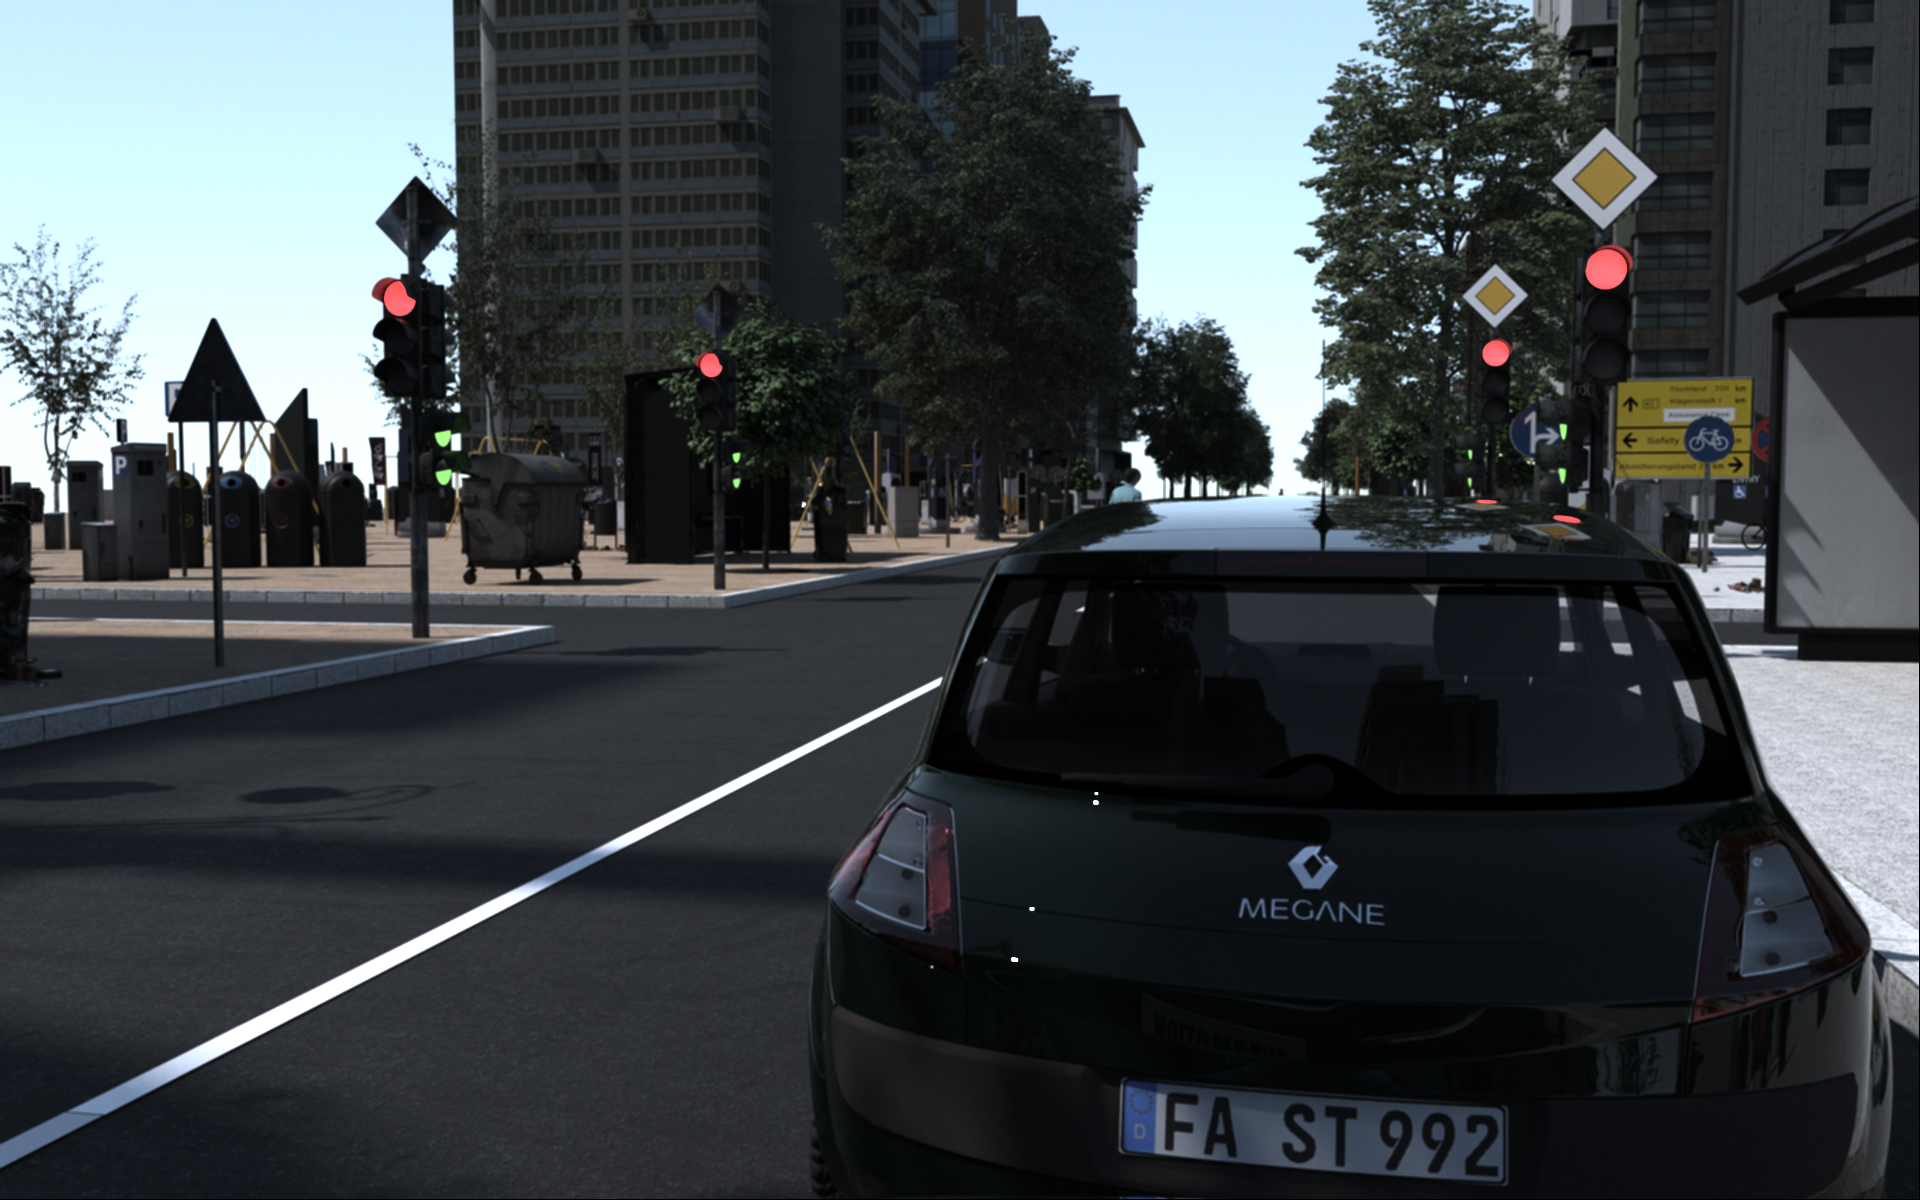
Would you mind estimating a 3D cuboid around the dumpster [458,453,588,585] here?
[{"bbox_3d":[-6.320,-1.180,25.059,1.264,1.857,1.865,1,4,11],"label":"dumpster"}]

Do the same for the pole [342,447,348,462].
[{"bbox_3d":[-26.766,-4.991,75.444,0.158,3.312,0.155,0,3,0],"label":"pole"}]

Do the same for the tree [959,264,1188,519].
[{"bbox_3d":[4.064,-8.011,65.397,8.767,10.594,7.601,-1,4,-16],"label":"tree"}]

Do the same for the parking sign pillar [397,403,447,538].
[{"bbox_3d":[-15.939,-3.839,51.234,1.447,3.967,1.447,1,4,9],"label":"parking sign pillar"}]

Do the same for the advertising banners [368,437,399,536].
[{"bbox_3d":[-17.042,-3.472,52.957,2.074,3.025,0.090,0,4,3],"label":"advertising banners"}]

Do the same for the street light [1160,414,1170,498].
[{"bbox_3d":[11.664,-7.702,98.707,0.468,5.910,1.993,1,4,11],"label":"street light"}]

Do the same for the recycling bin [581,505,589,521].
[{"bbox_3d":[-18.351,-4.383,84.221,0.722,1.027,0.722,-2,4,-25],"label":"recycling bin"}]

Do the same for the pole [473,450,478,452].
[{"bbox_3d":[-22.339,-5.269,79.984,0.158,3.312,0.155,0,3,0],"label":"pole"}]

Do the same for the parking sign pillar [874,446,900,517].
[{"bbox_3d":[-3.615,-5.965,86.003,1.447,3.967,1.447,0,4,-5],"label":"parking sign pillar"}]

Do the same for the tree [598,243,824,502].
[{"bbox_3d":[-7.377,-6.180,51.402,4.737,8.622,4.395,0,3,0],"label":"tree"}]

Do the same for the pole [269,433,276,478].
[{"bbox_3d":[-22.981,-3.922,57.964,0.158,3.312,0.155,0,3,0],"label":"pole"}]

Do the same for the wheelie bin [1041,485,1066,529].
[{"bbox_3d":[3.370,-3.412,63.698,0.980,1.594,0.693,-1,4,-21],"label":"wheelie bin"}]

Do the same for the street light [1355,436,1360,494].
[{"bbox_3d":[23.723,-8.015,103.826,0.468,5.910,1.993,1,4,11],"label":"street light"}]

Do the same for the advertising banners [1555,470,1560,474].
[{"bbox_3d":[23.083,-4.172,64.399,2.074,3.025,0.090,1,4,12],"label":"advertising banners"}]

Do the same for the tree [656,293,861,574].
[{"bbox_3d":[-3.273,-2.734,28.409,4.285,4.588,4.351,0,3,0],"label":"tree"}]

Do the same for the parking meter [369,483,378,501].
[{"bbox_3d":[-31.384,-5.318,92.658,0.399,1.863,0.255,-1,4,-9],"label":"parking meter"}]

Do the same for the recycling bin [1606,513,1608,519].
[{"bbox_3d":[8.098,-0.643,23.061,0.722,1.027,0.722,-2,4,-30],"label":"recycling bin"}]

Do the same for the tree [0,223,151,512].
[{"bbox_3d":[-25.027,-5.988,48.267,4.360,8.622,3.978,0,3,0],"label":"tree"}]

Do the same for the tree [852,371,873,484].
[{"bbox_3d":[-6.838,-8.960,96.853,4.737,8.622,4.395,0,3,0],"label":"tree"}]

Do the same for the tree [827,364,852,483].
[{"bbox_3d":[-7.662,-7.391,71.208,4.737,8.622,4.395,0,3,0],"label":"tree"}]

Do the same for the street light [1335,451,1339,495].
[{"bbox_3d":[37.018,-12.008,169.117,0.468,5.910,1.993,1,4,11],"label":"street light"}]

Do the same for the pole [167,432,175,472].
[{"bbox_3d":[-26.081,-3.882,57.313,0.158,3.312,0.155,0,3,0],"label":"pole"}]

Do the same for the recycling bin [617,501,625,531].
[{"bbox_3d":[-11.584,-2.966,61.049,0.722,1.027,0.722,3,4,36],"label":"recycling bin"}]

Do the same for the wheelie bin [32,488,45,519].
[{"bbox_3d":[-46.662,-4.866,87.463,0.693,1.594,0.980,1,4,22],"label":"wheelie bin"}]

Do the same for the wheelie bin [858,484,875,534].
[{"bbox_3d":[-3.309,-2.892,55.195,0.980,1.594,0.693,1,4,13],"label":"wheelie bin"}]

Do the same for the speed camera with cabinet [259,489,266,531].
[{"bbox_3d":[-23.589,-4.000,59.735,0.660,3.252,2.038,2,4,32],"label":"speed camera with cabinet"}]

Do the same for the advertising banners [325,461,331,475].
[{"bbox_3d":[-32.435,-5.813,91.236,2.074,3.025,0.090,0,4,6],"label":"advertising banners"}]

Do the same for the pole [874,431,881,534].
[{"bbox_3d":[-2.669,-3.810,56.139,0.158,3.312,0.155,0,3,0],"label":"pole"}]

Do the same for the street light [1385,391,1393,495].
[{"bbox_3d":[15.260,-5.449,61.883,0.468,5.910,1.993,1,4,11],"label":"street light"}]

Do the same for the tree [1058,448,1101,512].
[{"bbox_3d":[5.111,-4.744,72.167,1.663,3.219,1.824,0,3,0],"label":"tree"}]

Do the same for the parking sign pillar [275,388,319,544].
[{"bbox_3d":[-17.046,-3.429,44.533,1.447,3.967,1.447,3,4,36],"label":"parking sign pillar"}]

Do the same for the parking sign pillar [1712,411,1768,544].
[{"bbox_3d":[20.287,-3.446,44.808,1.447,3.967,1.447,-3,4,-39],"label":"parking sign pillar"}]

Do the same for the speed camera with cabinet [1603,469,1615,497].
[{"bbox_3d":[23.016,-4.148,62.159,0.660,3.252,2.038,2,4,31],"label":"speed camera with cabinet"}]

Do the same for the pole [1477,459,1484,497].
[{"bbox_3d":[18.746,-4.191,62.359,0.158,3.312,0.155,0,3,0],"label":"pole"}]

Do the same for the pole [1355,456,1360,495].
[{"bbox_3d":[21.292,-6.050,92.759,0.158,3.312,0.155,0,3,0],"label":"pole"}]

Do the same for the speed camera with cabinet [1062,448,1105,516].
[{"bbox_3d":[5.166,-4.879,74.112,2.038,3.252,0.660,1,4,17],"label":"speed camera with cabinet"}]

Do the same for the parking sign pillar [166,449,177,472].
[{"bbox_3d":[-47.418,-7.031,103.423,1.447,3.967,1.447,1,4,22],"label":"parking sign pillar"}]

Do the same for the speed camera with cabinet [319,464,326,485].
[{"bbox_3d":[-18.425,-3.379,49.577,0.660,3.252,2.038,-2,4,-24],"label":"speed camera with cabinet"}]

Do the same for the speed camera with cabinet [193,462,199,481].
[{"bbox_3d":[-48.283,-6.941,107.816,2.038,3.252,0.660,2,4,30],"label":"speed camera with cabinet"}]

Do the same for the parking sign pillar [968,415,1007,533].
[{"bbox_3d":[0.867,-4.270,58.293,1.447,3.967,1.447,-1,4,-21],"label":"parking sign pillar"}]

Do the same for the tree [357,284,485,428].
[{"bbox_3d":[-18.291,-6.704,59.971,4.737,8.622,4.395,0,3,0],"label":"tree"}]

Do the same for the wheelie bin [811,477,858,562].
[{"bbox_3d":[-2.452,-1.535,33.006,0.693,1.594,0.980,-1,4,-16],"label":"wheelie bin"}]

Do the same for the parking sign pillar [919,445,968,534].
[{"bbox_3d":[-0.701,-4.138,56.128,1.447,3.967,1.447,-1,4,-12],"label":"parking sign pillar"}]

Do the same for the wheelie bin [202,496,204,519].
[{"bbox_3d":[-37.200,-4.667,84.221,0.980,1.594,0.693,0,4,-4],"label":"wheelie bin"}]

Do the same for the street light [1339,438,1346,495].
[{"bbox_3d":[30.314,-10.003,136.339,0.468,5.910,1.993,1,4,11],"label":"street light"}]

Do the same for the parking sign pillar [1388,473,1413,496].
[{"bbox_3d":[17.531,-4.917,68.867,1.447,3.967,1.447,3,5,41],"label":"parking sign pillar"}]

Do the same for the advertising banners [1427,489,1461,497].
[{"bbox_3d":[15.061,-3.462,52.790,2.074,3.025,0.090,-2,4,-27],"label":"advertising banners"}]

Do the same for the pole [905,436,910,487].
[{"bbox_3d":[-1.862,-4.122,61.231,0.158,3.312,0.155,0,3,0],"label":"pole"}]

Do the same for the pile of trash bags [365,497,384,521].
[{"bbox_3d":[-28.806,-4.500,83.321,1.912,1.369,3.447,-1,4,-11],"label":"pile of trash bags"}]

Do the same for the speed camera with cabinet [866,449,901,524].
[{"bbox_3d":[-3.415,-4.914,74.687,0.660,3.252,2.038,3,5,40],"label":"speed camera with cabinet"}]

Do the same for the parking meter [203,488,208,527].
[{"bbox_3d":[-29.733,-3.679,68.559,0.372,1.533,0.369,0,3,0],"label":"parking meter"}]

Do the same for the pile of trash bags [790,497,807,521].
[{"bbox_3d":[-8.771,-4.530,83.823,3.447,1.369,1.912,3,4,37],"label":"pile of trash bags"}]

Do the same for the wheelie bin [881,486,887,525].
[{"bbox_3d":[-3.357,-3.875,71.263,0.980,1.594,0.693,1,4,16],"label":"wheelie bin"}]

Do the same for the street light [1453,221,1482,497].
[{"bbox_3d":[8.711,-3.477,29.634,0.468,5.910,1.993,1,4,11],"label":"street light"}]

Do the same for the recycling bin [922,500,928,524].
[{"bbox_3d":[-1.151,-3.729,73.525,0.722,1.027,0.722,2,4,26],"label":"recycling bin"}]

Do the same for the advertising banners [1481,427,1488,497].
[{"bbox_3d":[9.579,-2.163,31.549,0.090,3.025,2.074,1,4,19],"label":"advertising banners"}]

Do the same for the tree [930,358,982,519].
[{"bbox_3d":[0.053,-8.372,87.245,4.360,8.622,3.978,0,3,0],"label":"tree"}]

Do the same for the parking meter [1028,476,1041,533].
[{"bbox_3d":[2.479,-3.169,57.519,0.399,1.863,0.255,1,4,17],"label":"parking meter"}]

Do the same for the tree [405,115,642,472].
[{"bbox_3d":[-8.949,-5.120,34.075,4.360,8.622,3.978,0,3,0],"label":"tree"}]
